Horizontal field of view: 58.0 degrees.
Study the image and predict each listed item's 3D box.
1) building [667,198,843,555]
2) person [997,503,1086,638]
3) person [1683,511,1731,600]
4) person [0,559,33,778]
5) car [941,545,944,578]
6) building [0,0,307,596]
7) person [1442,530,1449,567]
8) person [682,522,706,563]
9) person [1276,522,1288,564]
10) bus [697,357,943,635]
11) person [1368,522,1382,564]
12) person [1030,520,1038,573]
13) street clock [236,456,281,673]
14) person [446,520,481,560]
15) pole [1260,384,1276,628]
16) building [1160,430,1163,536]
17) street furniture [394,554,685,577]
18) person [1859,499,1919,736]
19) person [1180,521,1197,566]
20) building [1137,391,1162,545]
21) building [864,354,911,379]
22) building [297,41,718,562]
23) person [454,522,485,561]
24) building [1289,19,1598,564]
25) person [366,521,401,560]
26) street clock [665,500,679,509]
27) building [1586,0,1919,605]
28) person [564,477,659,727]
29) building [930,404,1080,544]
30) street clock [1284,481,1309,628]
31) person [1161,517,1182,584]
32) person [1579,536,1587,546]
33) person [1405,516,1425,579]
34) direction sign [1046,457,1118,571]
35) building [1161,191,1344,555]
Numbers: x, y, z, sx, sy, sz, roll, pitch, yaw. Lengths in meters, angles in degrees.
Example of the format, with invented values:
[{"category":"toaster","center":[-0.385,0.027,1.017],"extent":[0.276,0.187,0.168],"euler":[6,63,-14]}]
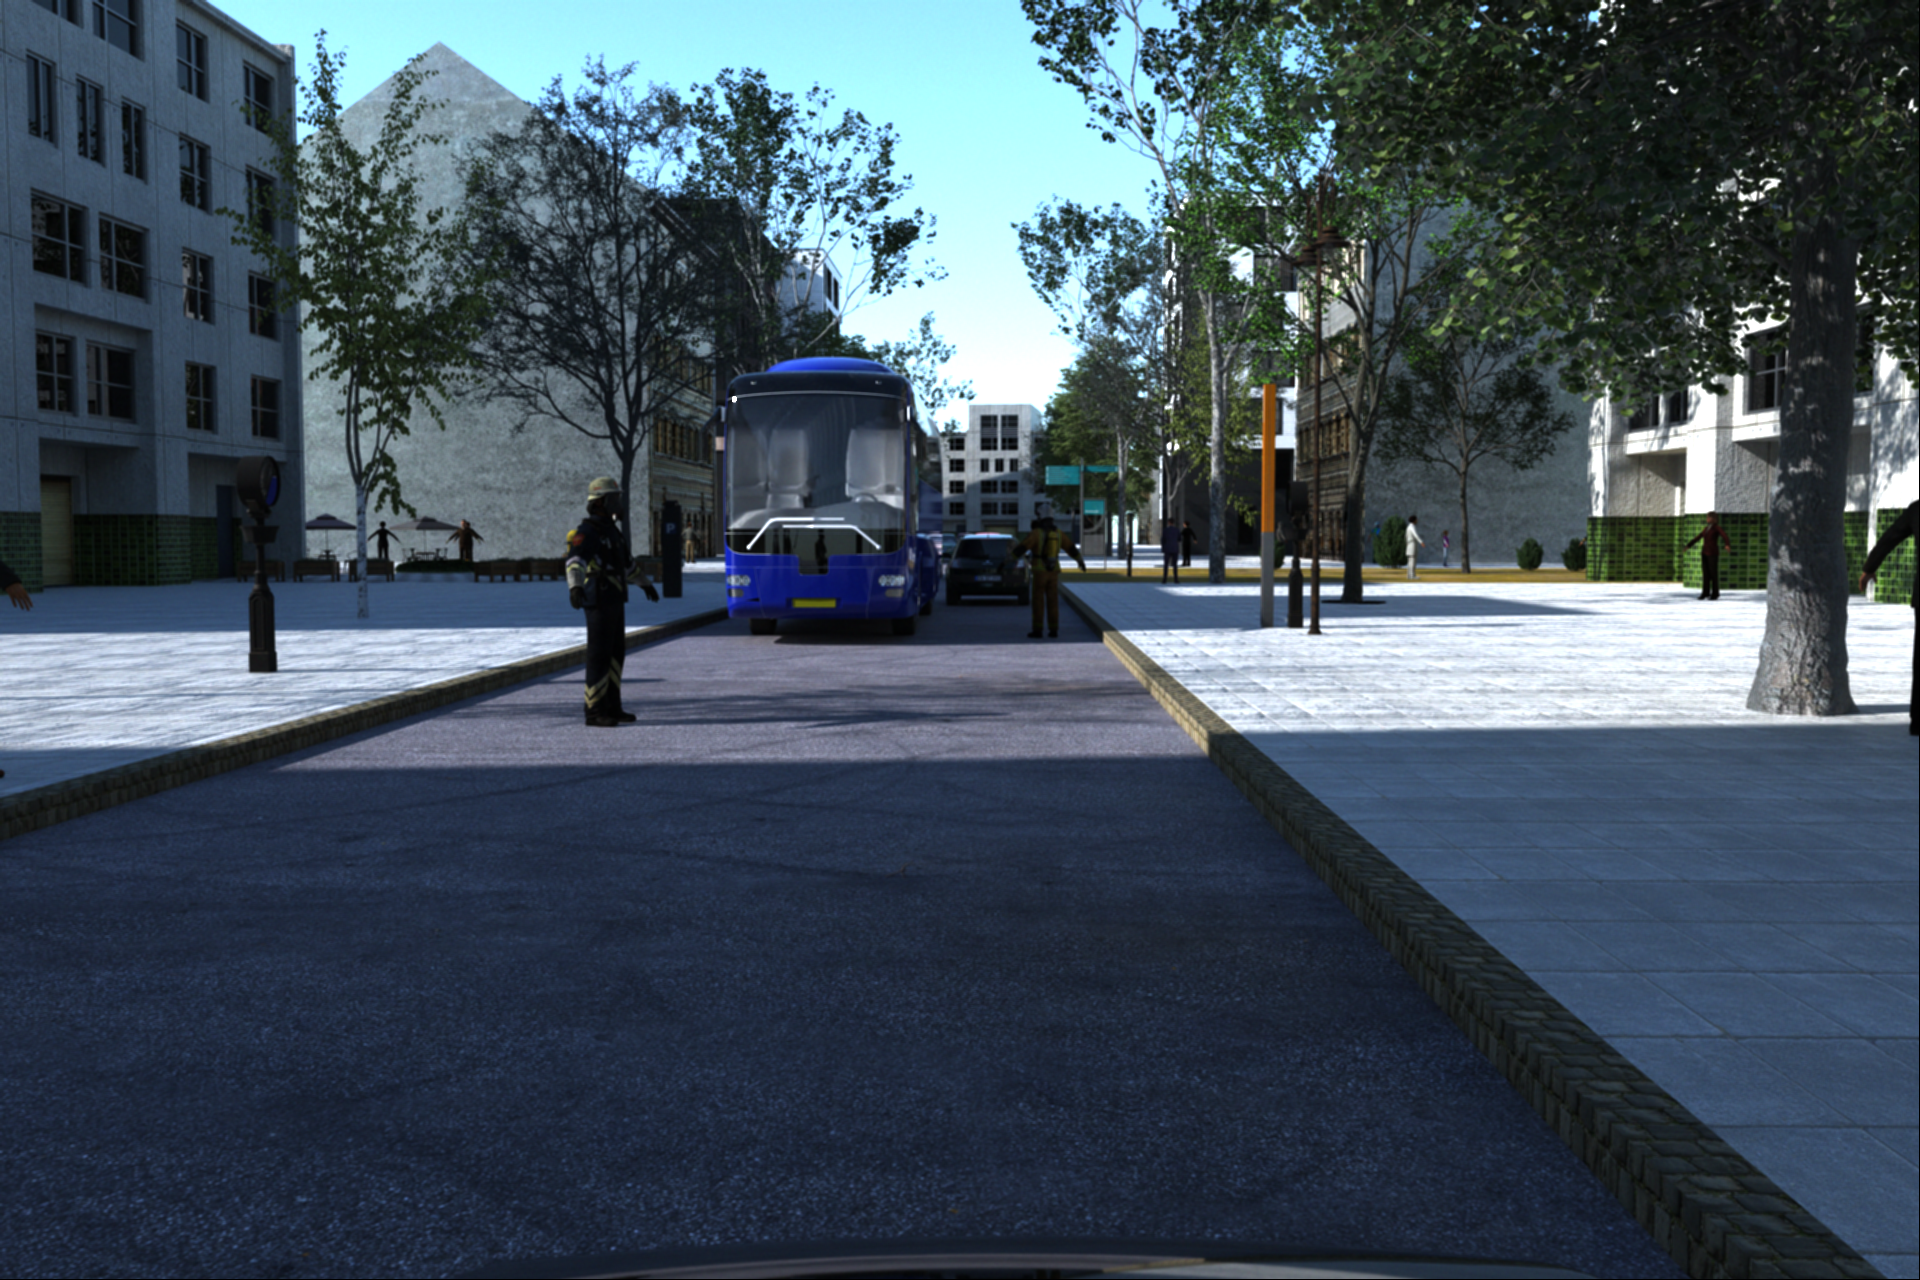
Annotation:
[{"category":"building","center":[-23.743,-17.023,122.298],"extent":[27.936,21.610,32.646],"euler":[0,4,2]},{"category":"person","center":[1.167,-0.964,23.995],"extent":[1.354,1.858,0.705],"euler":[-1,4,-23]},{"category":"person","center":[14.560,-1.647,33.739],"extent":[0.721,1.729,1.215],"euler":[-1,4,-18]},{"category":"person","center":[-5.265,-0.183,9.055],"extent":[1.348,1.821,0.705],"euler":[3,4,38]},{"category":"car","center":[-1.476,-2.825,54.993],"extent":[1.959,1.807,4.718],"euler":[0,4,1]},{"category":"building","center":[-28.284,-10.344,35.575],"extent":[16.747,18.905,31.486],"euler":[0,4,2]},{"category":"person","center":[19.087,-3.581,67.809],"extent":[0.599,1.433,0.991],"euler":[1,4,18]},{"category":"person","center":[-11.901,-4.297,76.528],"extent":[1.348,1.796,0.705],"euler":[1,4,16]},{"category":"person","center":[13.809,-4.180,74.477],"extent":[0.705,1.813,1.348],"euler":[0,4,-4]},{"category":"bus","center":[-1.733,-2.220,27.842],"extent":[2.896,3.916,12.251],"euler":[0,4,1]},{"category":"person","center":[17.924,-4.168,74.281],"extent":[0.704,1.817,1.347],"euler":[-2,4,-30]},{"category":"person","center":[2.224,-2.514,49.710],"extent":[0.704,1.843,1.345],"euler":[1,4,22]},{"category":"street clock","center":[-6.482,-0.702,16.052],"extent":[0.358,2.002,0.471],"euler":[0,4,0]},{"category":"person","center":[-18.315,-3.536,63.949],"extent":[1.346,1.812,0.704],"euler":[0,4,7]},{"category":"pole","center":[4.212,-1.825,23.674],"extent":[0.158,3.312,0.155],"euler":[0,3,0]},{"category":"building","center":[27.367,-20.513,191.808],"extent":[16.016,20.090,11.380],"euler":[0,4,1]},{"category":"street furniture","center":[-13.381,-2.446,55.617],"extent":[10.072,0.657,5.734],"euler":[3,5,42]},{"category":"person","center":[6.245,-0.291,10.938],"extent":[0.705,1.807,1.348],"euler":[-2,4,-26]},{"category":"person","center":[8.953,-3.820,68.637],"extent":[1.347,1.806,0.705],"euler":[-3,5,-40]},{"category":"building","center":[30.995,-22.823,204.078],"extent":[19.493,23.208,18.063],"euler":[0,4,1]},{"category":"building","center":[-20.607,-22.524,212.235],"extent":[27.936,21.610,32.646],"euler":[0,4,1]},{"category":"building","center":[-23.023,-15.654,86.876],"extent":[19.493,23.208,18.063],"euler":[0,4,1]},{"category":"person","center":[-21.082,-4.164,74.313],"extent":[1.346,1.802,0.704],"euler":[0,4,1]},{"category":"building","center":[27.007,-15.445,83.457],"extent":[19.493,23.208,18.063],"euler":[0,4,2]},{"category":"person","center":[-20.773,-3.403,62.361],"extent":[1.216,1.740,0.721],"euler":[-1,4,-18]},{"category":"street clock","center":[-6.183,-1.997,37.220],"extent":[0.358,2.002,0.471],"euler":[0,4,2]},{"category":"building","center":[25.584,-10.119,31.909],"extent":[16.747,18.905,31.486],"euler":[0,4,1]},{"category":"person","center":[-2.643,-0.292,13.009],"extent":[0.705,1.856,1.354],"euler":[1,4,14]},{"category":"building","center":[2.266,-22.834,242.242],"extent":[31.486,18.905,16.747],"euler":[0,4,8]},{"category":"street clock","center":[4.588,-1.166,23.641],"extent":[0.358,2.002,0.471],"euler":[0,4,2]},{"category":"person","center":[5.478,-2.318,44.866],"extent":[0.541,1.710,0.530],"euler":[1,4,13]},{"category":"person","center":[19.976,-2.930,53.841],"extent":[1.347,1.837,0.705],"euler":[2,4,24]},{"category":"person","center":[12.884,-2.630,49.191],"extent":[0.705,1.806,1.347],"euler":[0,4,-4]},{"category":"direction sign","center":[4.227,-4.350,59.879],"extent":[2.525,3.948,1.411],"euler":[0,4,2]},{"category":"building","center":[27.713,-16.859,119.624],"extent":[27.936,21.610,32.646],"euler":[0,4,1]}]
